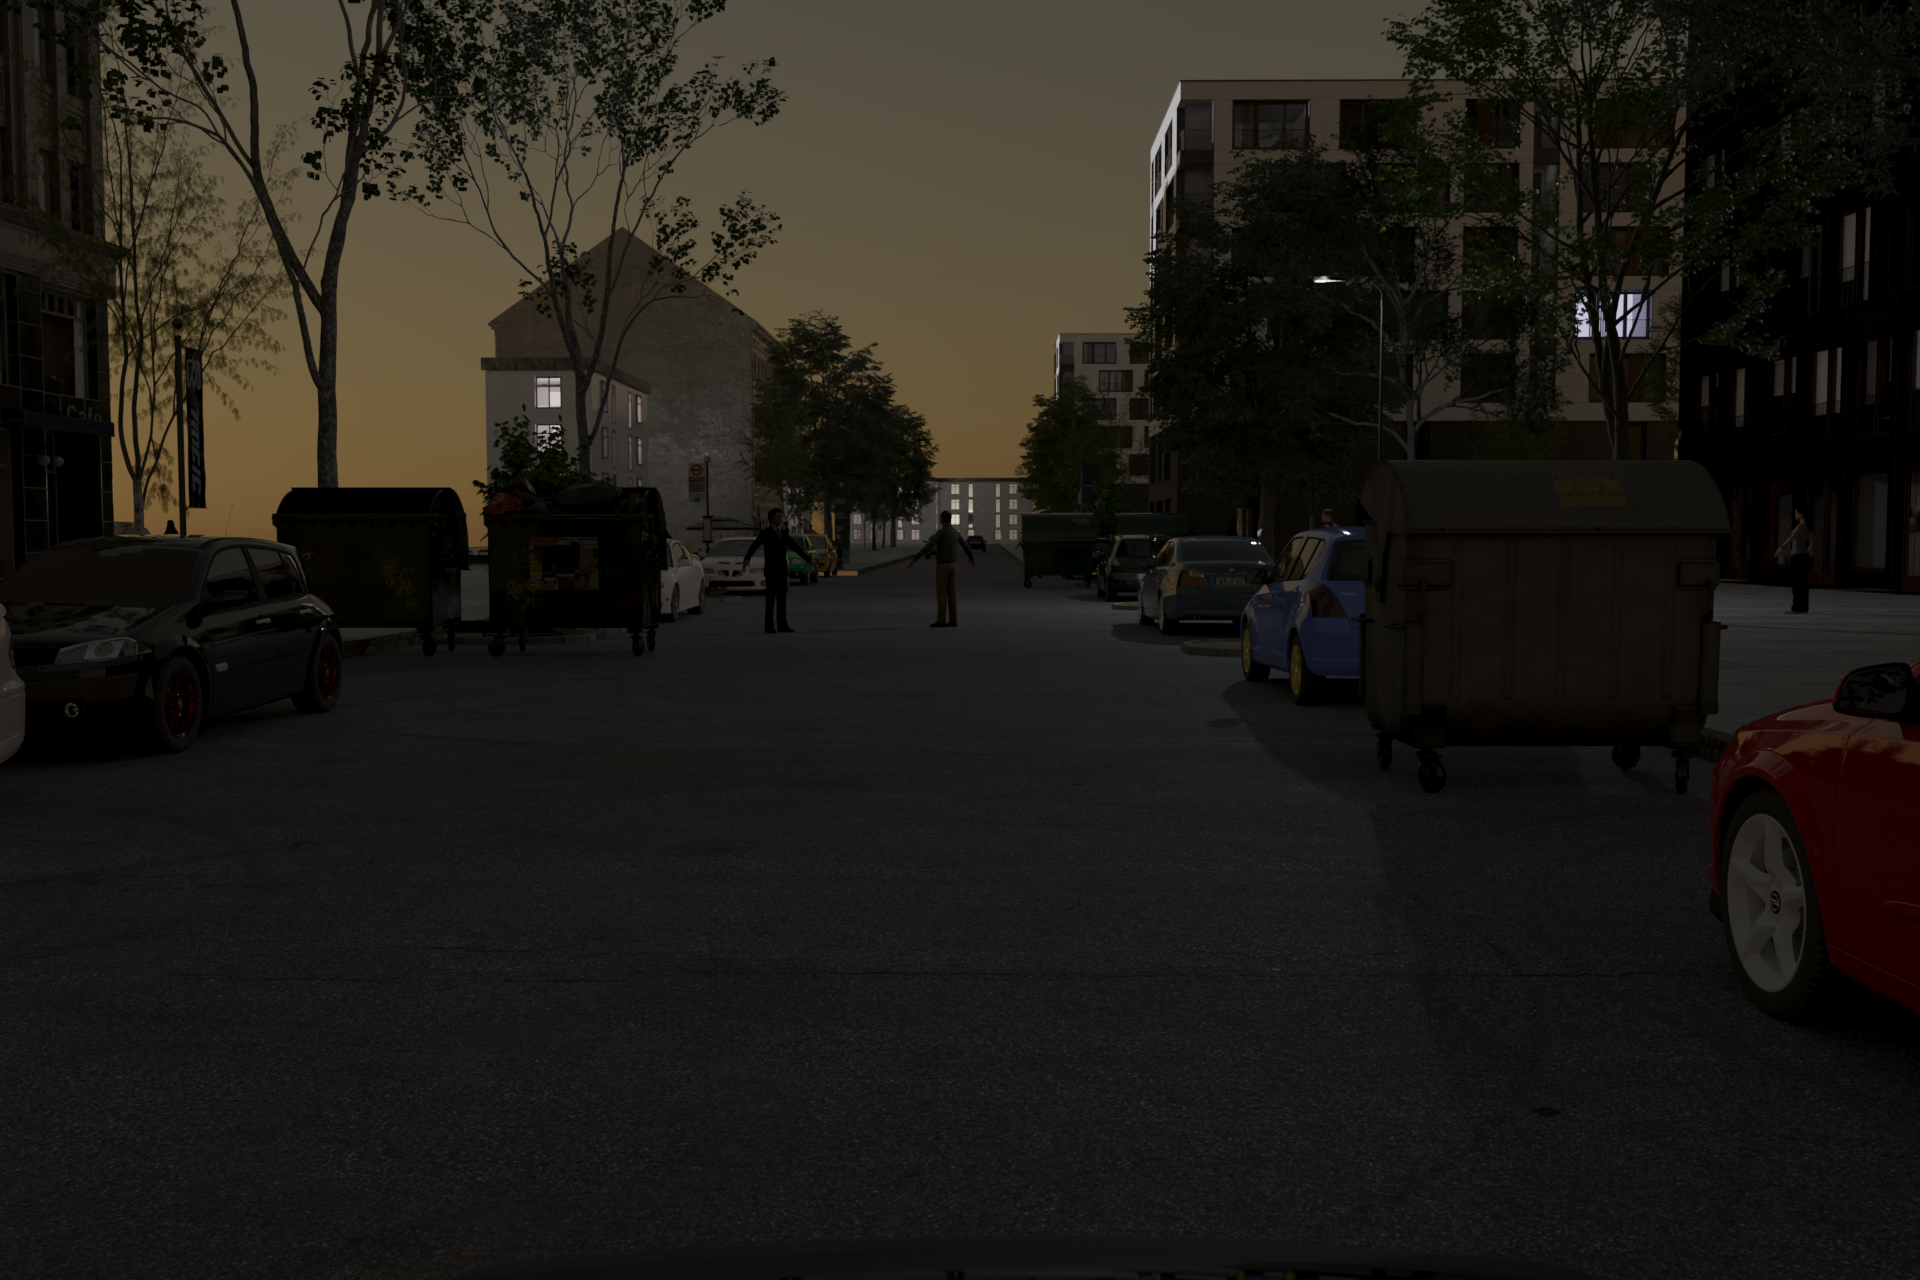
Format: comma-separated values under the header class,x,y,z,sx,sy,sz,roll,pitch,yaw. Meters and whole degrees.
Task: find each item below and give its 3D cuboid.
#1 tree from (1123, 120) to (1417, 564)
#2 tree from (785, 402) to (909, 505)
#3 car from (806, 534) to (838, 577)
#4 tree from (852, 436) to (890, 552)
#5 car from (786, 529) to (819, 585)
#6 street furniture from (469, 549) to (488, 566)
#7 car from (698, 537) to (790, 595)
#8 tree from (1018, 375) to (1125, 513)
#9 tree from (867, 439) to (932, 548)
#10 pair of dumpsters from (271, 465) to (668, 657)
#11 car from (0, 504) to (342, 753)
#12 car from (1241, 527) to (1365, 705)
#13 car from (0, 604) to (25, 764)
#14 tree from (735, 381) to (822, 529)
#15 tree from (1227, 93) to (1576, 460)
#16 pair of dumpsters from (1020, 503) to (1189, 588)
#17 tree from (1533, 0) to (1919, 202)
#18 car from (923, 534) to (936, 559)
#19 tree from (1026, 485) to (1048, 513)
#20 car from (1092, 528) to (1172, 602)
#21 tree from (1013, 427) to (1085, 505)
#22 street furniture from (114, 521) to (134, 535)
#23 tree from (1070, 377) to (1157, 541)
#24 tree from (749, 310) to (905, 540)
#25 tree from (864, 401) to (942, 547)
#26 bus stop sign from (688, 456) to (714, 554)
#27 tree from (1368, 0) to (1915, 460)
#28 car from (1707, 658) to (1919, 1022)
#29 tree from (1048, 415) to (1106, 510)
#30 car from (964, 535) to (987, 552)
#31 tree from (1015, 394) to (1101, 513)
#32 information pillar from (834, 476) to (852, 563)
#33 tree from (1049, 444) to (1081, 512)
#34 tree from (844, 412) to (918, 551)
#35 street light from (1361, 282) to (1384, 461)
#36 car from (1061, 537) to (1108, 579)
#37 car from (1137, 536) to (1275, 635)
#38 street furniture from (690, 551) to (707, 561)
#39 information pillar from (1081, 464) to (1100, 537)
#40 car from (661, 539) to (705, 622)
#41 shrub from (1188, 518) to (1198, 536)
class,x,y,z,sx,sy,sz,roll,pitch,yaw
tree,9.875,-9.095,55.358,9.857,13.997,8.962,0,3,0
tree,-7.751,-11.049,115.071,8.767,10.594,7.601,0,4,-6
car,-5.126,-2.966,58.723,2.015,1.641,3.980,0,4,1
tree,-6.836,-10.614,123.902,4.737,8.622,4.395,0,3,0
car,-5.077,-2.504,49.739,1.959,1.807,4.718,0,4,0
street furniture,-21.941,-3.359,70.539,10.072,0.657,5.734,-3,5,-39
car,-5.219,-1.811,41.976,2.083,1.381,4.827,0,4,1
tree,7.935,-12.535,123.075,7.486,12.596,7.792,0,3,0
tree,-6.841,-13.482,154.835,8.767,10.594,7.601,-1,4,-11
pair of dumpsters,-5.798,-0.961,20.663,4.436,2.255,1.574,0,4,1
car,-5.930,-0.169,12.552,2.009,1.686,4.222,0,4,1
car,3.626,-0.379,15.793,1.945,1.707,3.694,0,4,-1
car,-5.900,0.312,7.261,2.083,1.381,4.827,0,4,1
tree,-8.402,-8.075,82.380,4.737,8.622,4.395,0,3,0
tree,9.563,-6.276,37.025,7.601,10.594,8.767,2,4,27
pair of dumpsters,3.818,-2.519,46.142,4.436,2.255,1.574,0,4,0
tree,9.600,-6.310,13.536,12.009,13.543,11.850,0,3,0
car,-1.112,-5.504,101.795,2.131,1.459,4.920,0,4,1
tree,8.452,-13.097,164.504,4.737,8.622,4.395,0,3,0
car,3.943,-1.725,37.986,2.009,1.686,4.222,0,4,1
tree,8.529,-13.979,154.307,9.928,11.665,9.643,0,3,0
street furniture,-30.696,-3.241,59.837,11.010,1.723,9.812,-1,4,-15
tree,6.914,-8.056,82.079,4.360,8.622,3.978,0,3,0
tree,-7.430,-11.709,98.105,9.857,13.997,8.962,0,3,0
tree,-6.403,-15.874,166.192,9.857,13.997,8.962,0,3,0
bus stop sign,-8.877,-4.326,59.427,0.855,3.939,0.416,0,4,2
tree,9.724,-6.108,25.625,9.928,11.665,9.643,0,3,0
car,3.243,0.319,3.817,2.155,1.783,4.494,0,4,1
tree,7.462,-9.551,106.523,4.737,8.622,4.395,0,3,0
car,1.179,-7.569,136.330,1.945,1.354,3.894,0,4,-1
tree,8.319,-13.624,140.879,7.486,12.596,7.792,0,3,0
information pillar,-5.229,-5.359,76.996,0.750,3.857,0.750,0,4,2
tree,8.755,-11.107,131.968,4.360,8.622,3.978,0,3,0
tree,-6.796,-12.798,135.003,9.928,11.665,9.643,0,3,0
street light,8.123,-3.589,31.217,1.470,5.913,1.316,0,4,0
car,4.194,-2.657,56.019,1.945,1.354,3.894,0,4,0
car,3.718,-0.854,25.973,2.014,1.417,4.499,0,4,-1
street furniture,-11.132,-3.895,79.307,5.734,0.657,10.072,1,4,12
information pillar,4.789,-4.555,63.848,0.750,3.857,0.750,0,4,-1
car,-5.525,-1.057,29.644,2.083,1.381,4.827,0,4,0
shrub,8.120,-3.652,63.758,1.661,2.075,1.752,0,3,0
